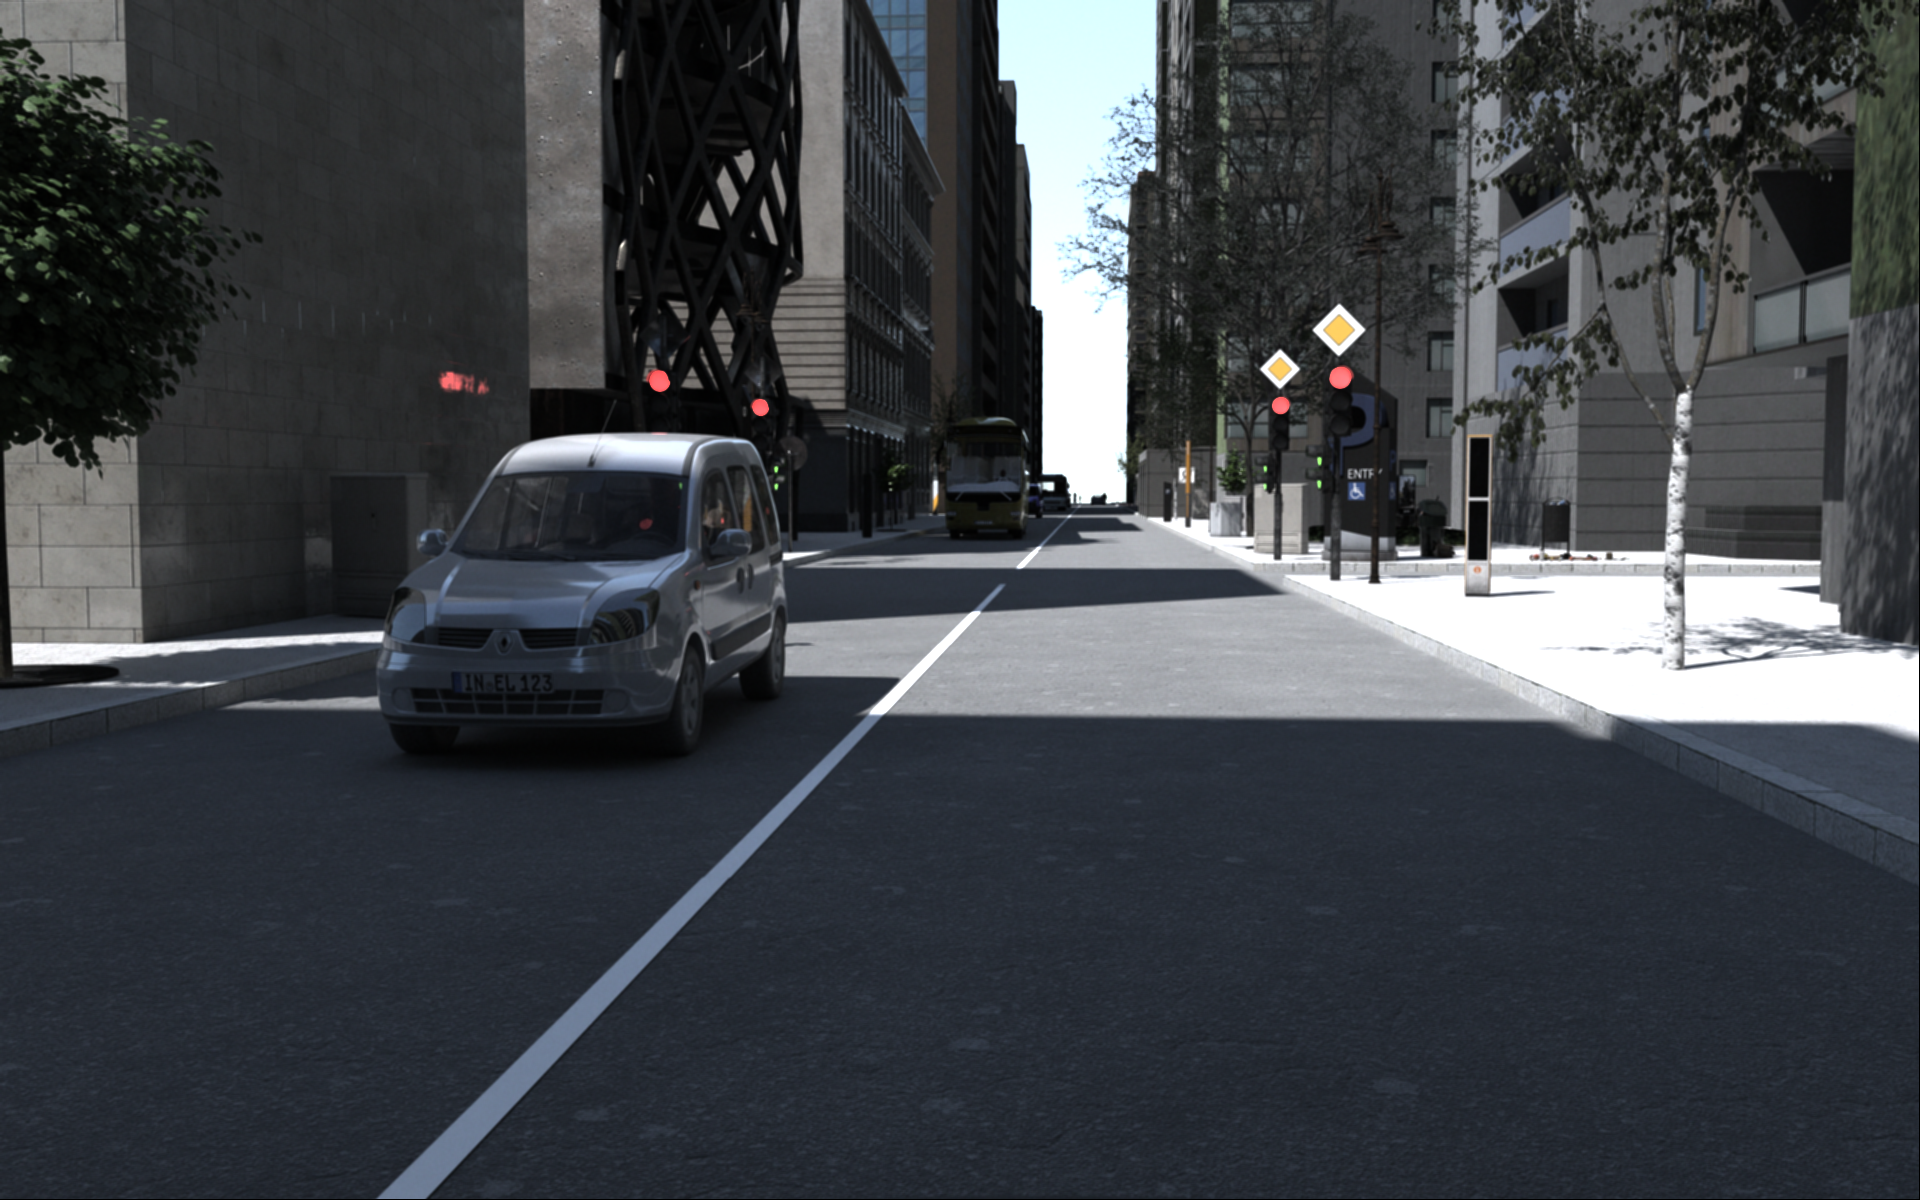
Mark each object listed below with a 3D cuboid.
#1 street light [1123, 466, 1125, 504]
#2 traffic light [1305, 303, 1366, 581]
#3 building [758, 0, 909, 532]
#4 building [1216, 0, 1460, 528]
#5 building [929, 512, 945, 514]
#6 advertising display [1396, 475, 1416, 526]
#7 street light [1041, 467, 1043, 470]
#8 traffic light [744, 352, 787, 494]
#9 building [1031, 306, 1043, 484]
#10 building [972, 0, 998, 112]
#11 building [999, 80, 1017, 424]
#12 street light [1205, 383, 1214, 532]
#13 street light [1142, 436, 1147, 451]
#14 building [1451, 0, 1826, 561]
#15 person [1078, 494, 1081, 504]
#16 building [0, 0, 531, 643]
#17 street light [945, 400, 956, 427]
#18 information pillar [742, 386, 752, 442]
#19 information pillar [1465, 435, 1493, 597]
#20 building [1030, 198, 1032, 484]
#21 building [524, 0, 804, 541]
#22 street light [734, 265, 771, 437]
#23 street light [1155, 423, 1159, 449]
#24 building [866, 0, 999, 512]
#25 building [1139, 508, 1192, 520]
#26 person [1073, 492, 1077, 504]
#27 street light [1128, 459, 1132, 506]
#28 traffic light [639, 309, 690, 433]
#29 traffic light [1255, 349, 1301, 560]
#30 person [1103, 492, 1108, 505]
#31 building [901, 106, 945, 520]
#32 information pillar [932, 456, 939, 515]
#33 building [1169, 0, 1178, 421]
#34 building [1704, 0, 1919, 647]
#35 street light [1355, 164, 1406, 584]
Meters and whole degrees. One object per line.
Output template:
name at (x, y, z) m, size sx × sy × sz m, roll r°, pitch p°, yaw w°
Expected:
street light at (20.517, -14.929, 216.883) m, size 0.468 × 5.910 × 1.993 m, roll 0°, pitch 4°, yaw 4°
traffic light at (5.557, -2.244, 25.618) m, size 0.839 × 4.253 × 0.868 m, roll 0°, pitch 4°, yaw 4°
building at (-7.761, -13.304, 66.677) m, size 9.793 × 20.994 × 18.267 m, roll 0°, pitch 4°, yaw 4°
building at (17.775, -23.752, 71.945) m, size 14.154 × 41.232 × 14.086 m, roll 0°, pitch 4°, yaw 4°
building at (-6.553, -28.522, 116.450) m, size 14.600 × 45.320 × 14.200 m, roll 0°, pitch 4°, yaw 4°
advertising display at (14.772, -3.194, 57.434) m, size 0.974 × 1.923 × 0.123 m, roll -3°, pitch 5°, yaw -42°
street light at (11.561, -16.590, 244.039) m, size 0.468 × 5.910 × 1.993 m, roll 0°, pitch 4°, yaw 4°
traffic light at (-3.874, -2.777, 34.321) m, size 0.839 × 4.253 × 0.868 m, roll 0°, pitch 4°, yaw 4°
building at (5.341, -29.974, 261.773) m, size 14.160 × 30.474 × 14.107 m, roll 0°, pitch 4°, yaw 4°
building at (-8.282, -31.235, 134.400) m, size 21.300 × 48.544 × 21.600 m, roll 0°, pitch 4°, yaw 4°
building at (-1.875, -29.545, 166.652) m, size 14.154 × 41.232 × 14.086 m, roll 0°, pitch 4°, yaw 4°
street light at (8.422, -5.211, 57.993) m, size 0.468 × 5.910 × 1.993 m, roll 0°, pitch 4°, yaw 4°
street light at (14.315, -9.880, 134.324) m, size 0.468 × 5.910 × 1.993 m, roll 0°, pitch 4°, yaw 4°
building at (28.034, -30.476, 40.288) m, size 28.212 × 58.520 × 21.231 m, roll 0°, pitch 4°, yaw 4°
person at (17.123, -14.401, 247.214) m, size 0.557 × 1.426 × 1.065 m, roll -1°, pitch 4°, yaw -17°
building at (-14.995, -10.110, 20.047) m, size 16.860 × 20.320 × 10.420 m, roll 0°, pitch 4°, yaw 4°
street light at (-0.460, -6.889, 85.424) m, size 0.468 × 5.910 × 1.993 m, roll 0°, pitch 4°, yaw 4°
information pillar at (-4.564, -2.813, 37.340) m, size 0.183 × 3.616 × 0.504 m, roll -2°, pitch 4°, yaw -28°
information pillar at (6.498, -1.052, 21.688) m, size 0.304 × 2.012 × 0.304 m, roll 1°, pitch 4°, yaw 19°
building at (3.056, -36.499, 246.865) m, size 14.600 × 45.320 × 14.200 m, roll 0°, pitch 4°, yaw 4°
building at (-12.676, -10.796, 43.960) m, size 16.820 × 18.784 × 16.811 m, roll 0°, pitch 4°, yaw 4°
street light at (-4.188, -3.814, 35.143) m, size 0.468 × 5.910 × 1.993 m, roll 0°, pitch 4°, yaw 4°
street light at (12.295, -8.278, 108.127) m, size 0.468 × 5.910 × 1.993 m, roll 0°, pitch 4°, yaw 4°
building at (-3.858, -30.728, 152.520) m, size 14.600 × 45.320 × 14.200 m, roll 0°, pitch 4°, yaw 4°
building at (20.672, -40.241, 96.185) m, size 20.563 × 71.187 × 20.611 m, roll 0°, pitch 4°, yaw 4°
person at (17.358, -15.425, 261.366) m, size 0.621 × 1.740 × 0.551 m, roll 3°, pitch 4°, yaw 38°
street light at (18.070, -12.942, 184.394) m, size 0.468 × 5.910 × 1.993 m, roll 0°, pitch 4°, yaw 4°
traffic light at (-4.477, -2.290, 26.359) m, size 0.839 × 4.253 × 0.868 m, roll 0°, pitch 4°, yaw 4°
traffic light at (6.160, -2.731, 33.580) m, size 0.839 × 4.253 × 0.868 m, roll 0°, pitch 4°, yaw 4°
person at (18.790, -13.199, 224.851) m, size 0.434 × 1.755 × 0.990 m, roll -3°, pitch 5°, yaw -43°
building at (-7.381, -15.312, 86.506) m, size 11.583 × 22.565 × 21.152 m, roll 0°, pitch 4°, yaw 4°
information pillar at (-1.480, -7.045, 106.546) m, size 0.183 × 3.616 × 0.504 m, roll -3°, pitch 4°, yaw -37°
building at (29.363, -32.803, 125.569) m, size 28.713 × 52.752 × 27.495 m, roll 0°, pitch 4°, yaw 4°
building at (15.296, -20.330, 15.987) m, size 14.154 × 41.232 × 14.086 m, roll 0°, pitch 4°, yaw 4°
street light at (5.955, -3.175, 24.699) m, size 0.468 × 5.910 × 1.993 m, roll 0°, pitch 4°, yaw 4°
